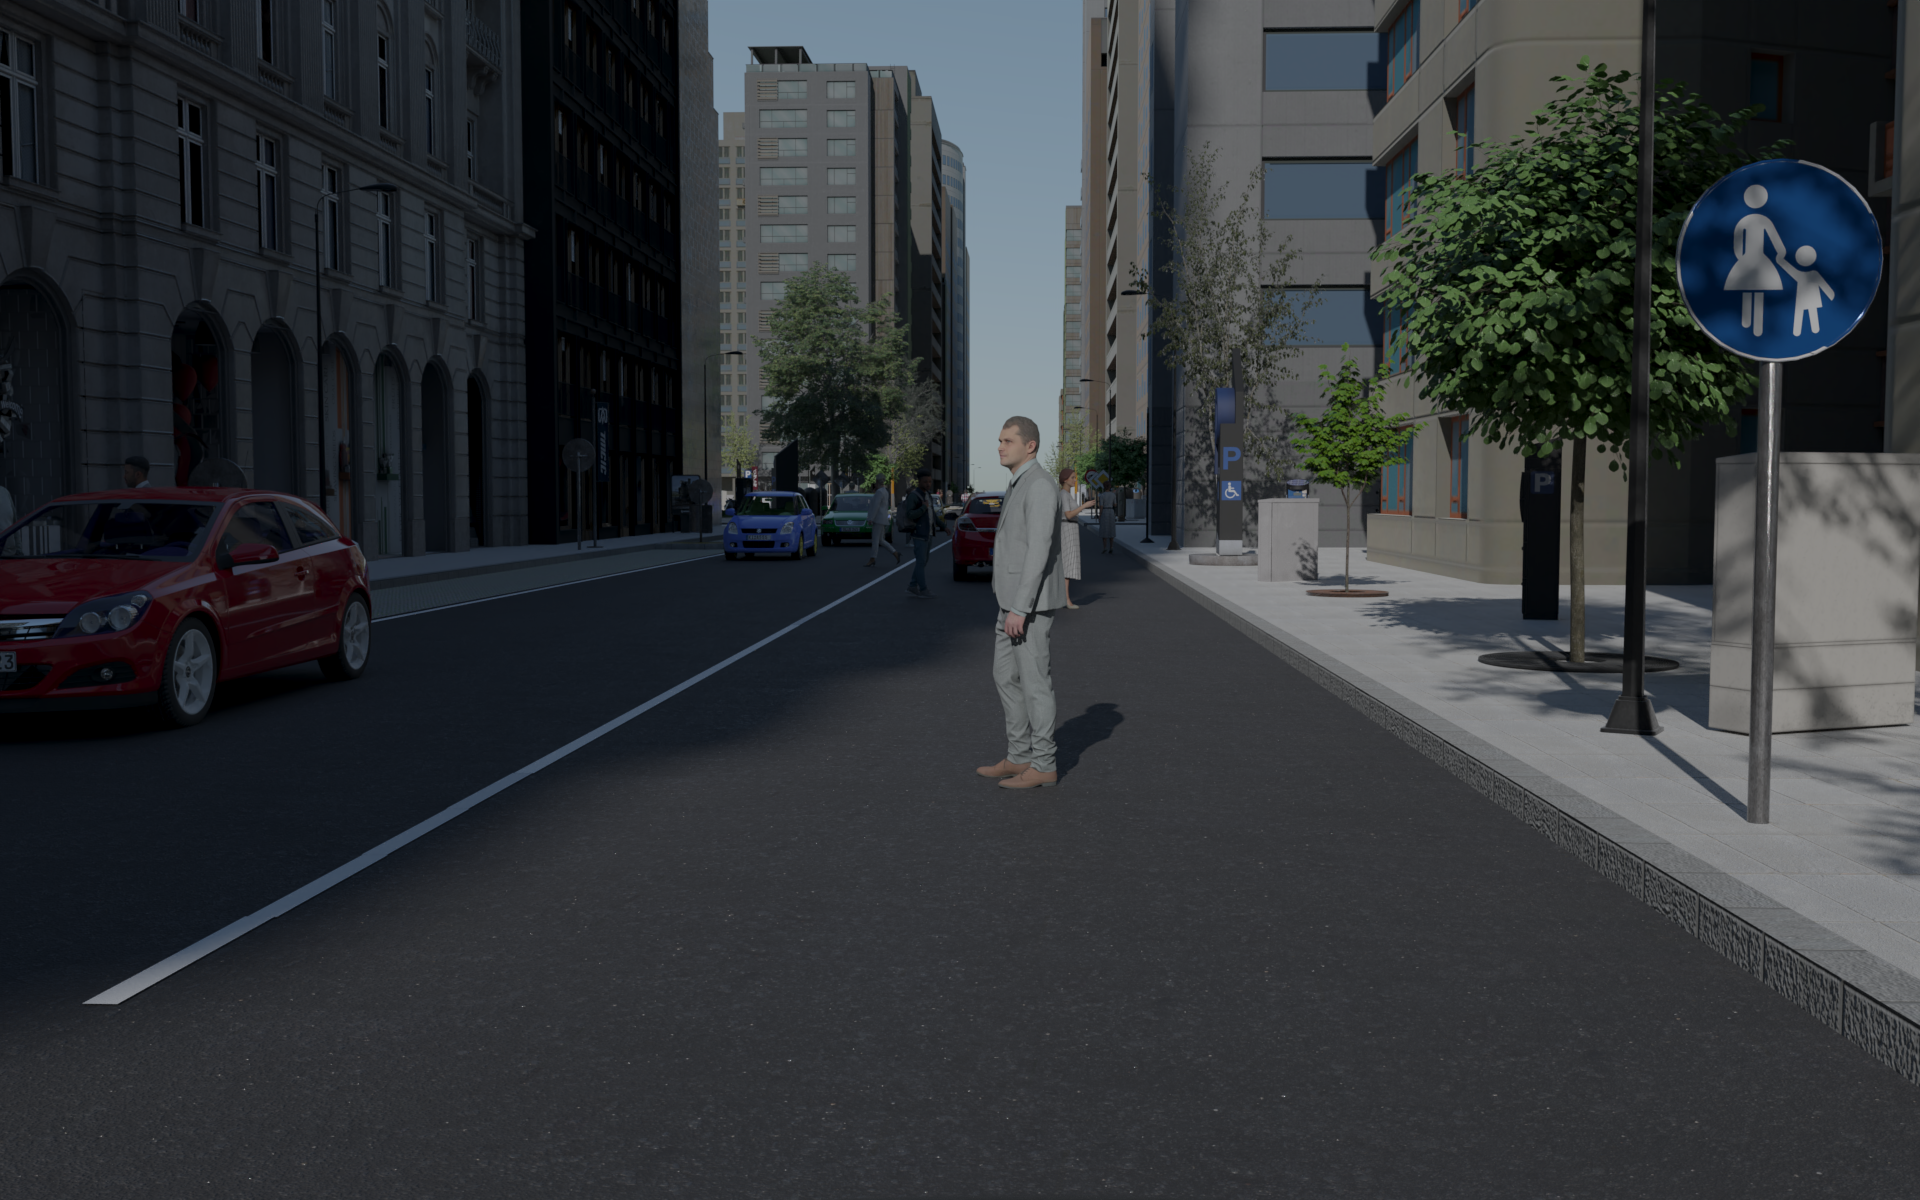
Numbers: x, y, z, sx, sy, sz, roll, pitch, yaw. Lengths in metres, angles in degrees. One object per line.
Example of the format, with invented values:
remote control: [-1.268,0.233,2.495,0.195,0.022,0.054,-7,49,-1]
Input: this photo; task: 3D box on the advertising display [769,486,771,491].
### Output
advertising display: [-15.085,-8.222,139.636,0.123,1.923,0.974,2,4,31]

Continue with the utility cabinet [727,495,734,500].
utility cabinet: [-17.032,-7.053,126.476,1.020,1.237,0.306,-1,4,-10]

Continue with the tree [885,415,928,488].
tree: [-4.611,-12.318,151.753,4.737,8.622,4.395,0,3,0]

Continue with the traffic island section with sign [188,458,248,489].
traffic island section with sign: [-8.012,-0.582,18.149,1.989,1.847,2.006,0,4,2]

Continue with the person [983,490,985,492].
person: [2.449,-10.447,179.322,0.705,1.822,1.348,2,4,29]

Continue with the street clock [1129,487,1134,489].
street clock: [12.508,-7.469,126.688,0.471,2.002,0.358,0,4,-2]

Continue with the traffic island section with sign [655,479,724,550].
traffic island section with sign: [-6.821,-2.245,45.329,1.989,1.847,2.006,0,4,2]

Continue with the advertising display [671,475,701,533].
advertising display: [-9.043,-3.177,57.151,0.974,1.923,0.123,0,4,-4]

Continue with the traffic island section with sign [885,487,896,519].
traffic island section with sign: [-4.369,-5.672,101.369,1.989,1.847,2.006,0,4,2]

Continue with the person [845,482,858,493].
person: [-3.683,-3.127,59.498,0.514,1.842,0.818,-2,4,-23]

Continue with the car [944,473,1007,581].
car: [0.783,-1.285,30.056,2.155,1.783,4.494,0,4,1]

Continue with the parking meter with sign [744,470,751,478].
parking meter with sign: [-16.117,-8.083,128.410,0.543,3.016,1.738,-2,4,-35]

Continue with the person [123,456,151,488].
person: [-7.677,-0.465,16.369,0.850,1.792,0.678,-2,4,-27]

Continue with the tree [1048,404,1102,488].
tree: [9.837,-11.671,141.177,4.737,8.622,4.395,0,3,0]

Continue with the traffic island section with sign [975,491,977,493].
traffic island section with sign: [3.794,-17.100,288.206,1.989,1.847,2.006,0,4,2]

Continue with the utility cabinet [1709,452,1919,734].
utility cabinet: [4.649,-0.046,9.425,1.173,1.500,0.318,-1,4,-21]

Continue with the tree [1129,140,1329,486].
tree: [5.497,-5.248,36.170,4.360,8.622,3.978,0,3,0]

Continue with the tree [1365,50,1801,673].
tree: [4.753,-1.789,12.967,4.285,4.588,4.351,0,3,0]

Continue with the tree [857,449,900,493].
tree: [-5.854,-8.191,117.633,4.285,4.588,4.351,0,3,0]

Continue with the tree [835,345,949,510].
tree: [-5.479,-13.976,138.880,12.009,13.543,11.850,0,3,0]

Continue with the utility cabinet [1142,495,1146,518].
utility cabinet: [10.372,-5.064,93.963,1.020,1.237,0.306,0,4,-6]

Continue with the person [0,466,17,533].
person: [-7.631,-0.274,13.459,0.515,1.767,0.782,1,4,12]

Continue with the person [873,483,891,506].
person: [-2.556,-2.885,55.851,0.592,1.802,0.473,3,5,44]

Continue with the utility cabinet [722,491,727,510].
utility cabinet: [-15.346,-6.332,112.202,0.318,1.500,1.173,-1,4,-19]

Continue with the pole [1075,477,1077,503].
pole: [7.950,-7.642,118.788,0.158,3.312,0.155,0,3,0]

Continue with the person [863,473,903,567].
person: [-1.524,-1.583,34.265,0.818,1.842,0.514,-1,4,-10]

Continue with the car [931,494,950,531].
car: [-1.387,-3.527,67.885,2.015,1.641,3.980,0,4,1]

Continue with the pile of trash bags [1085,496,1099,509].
pile of trash bags: [10.601,-8.498,148.694,1.912,1.369,3.447,-1,4,-21]

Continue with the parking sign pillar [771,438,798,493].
parking sign pillar: [-8.414,-5.793,83.195,1.447,3.967,1.447,-3,5,-40]

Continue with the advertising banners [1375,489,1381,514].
advertising banners: [28.092,-7.276,115.143,0.090,3.025,2.074,2,4,31]

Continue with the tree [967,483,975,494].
tree: [1.740,-17.986,288.664,1.663,3.219,1.824,0,3,0]

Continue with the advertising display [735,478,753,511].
advertising display: [-8.589,-3.896,68.905,0.974,1.923,0.123,3,5,42]

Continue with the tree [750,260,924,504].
tree: [-6.765,-11.464,94.097,9.857,13.997,8.962,0,3,0]

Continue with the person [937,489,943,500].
person: [-1.703,-8.475,147.042,0.580,1.828,0.573,1,4,16]

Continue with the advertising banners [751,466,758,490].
advertising banners: [-12.320,-6.892,108.867,0.090,3.025,2.074,3,5,43]

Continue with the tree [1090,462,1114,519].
tree: [7.421,-5.803,89.473,1.663,3.219,1.824,0,3,0]

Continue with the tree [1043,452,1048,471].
tree: [13.500,-17.569,237.614,4.737,8.622,4.395,0,3,0]

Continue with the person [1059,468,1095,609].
person: [1.441,-0.773,21.710,0.524,1.755,0.480,0,4,6]

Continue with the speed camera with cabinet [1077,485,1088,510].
speed camera with cabinet: [9.537,-8.656,135.859,0.660,3.252,2.038,1,4,20]

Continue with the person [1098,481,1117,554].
person: [3.536,-2.002,41.796,0.480,1.755,0.524,-1,4,-22]

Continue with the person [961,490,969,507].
person: [0.360,-6.204,110.771,0.563,1.720,0.643,0,4,7]

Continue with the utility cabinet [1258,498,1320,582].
utility cabinet: [4.853,-0.884,25.623,1.020,1.237,0.306,-3,4,-37]

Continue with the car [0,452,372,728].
car: [-5.581,-0.180,11.978,2.155,1.783,4.494,0,4,1]

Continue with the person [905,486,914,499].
person: [-2.541,-4.949,89.264,0.661,1.843,0.795,-2,4,-31]

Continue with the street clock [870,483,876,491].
street clock: [-5.614,-6.650,113.296,0.471,2.002,0.358,3,5,45]

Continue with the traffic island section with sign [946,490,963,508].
traffic island section with sign: [-1.026,-10.355,177.924,1.989,1.847,2.006,0,4,2]

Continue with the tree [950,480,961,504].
tree: [-0.935,-14.463,231.064,1.663,3.219,1.824,0,3,0]

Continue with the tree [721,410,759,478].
tree: [-19.258,-12.250,150.646,4.737,8.622,4.395,0,3,0]

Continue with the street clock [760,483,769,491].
street clock: [-13.070,-6.734,114.663,0.358,2.002,0.471,0,4,7]

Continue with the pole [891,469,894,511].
pole: [-5.053,-8.304,129.612,0.158,3.312,0.155,0,3,0]

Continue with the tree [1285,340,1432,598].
tree: [4.867,-1.675,21.982,1.663,3.219,1.824,0,3,0]

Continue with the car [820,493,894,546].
car: [-2.898,-2.473,49.232,1.959,1.807,4.718,0,4,2]

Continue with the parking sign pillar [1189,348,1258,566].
parking sign pillar: [4.899,-2.629,31.453,1.447,3.967,1.447,0,4,6]

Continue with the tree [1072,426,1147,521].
tree: [7.968,-6.133,83.983,4.285,4.588,4.351,0,3,0]

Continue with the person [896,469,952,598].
person: [-0.521,-0.921,23.910,0.721,1.781,0.623,1,4,15]

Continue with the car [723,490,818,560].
car: [-4.216,-1.785,38.772,1.945,1.707,3.694,0,4,3]

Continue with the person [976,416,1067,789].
person: [0.330,0.005,8.511,0.391,1.810,0.635,-1,4,-11]

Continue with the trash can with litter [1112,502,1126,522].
trash can with litter: [7.146,-4.205,80.135,1.055,1.170,0.624,-2,4,-29]

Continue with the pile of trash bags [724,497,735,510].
pile of trash bags: [-11.494,-5.266,95.846,3.447,1.369,1.912,0,4,4]

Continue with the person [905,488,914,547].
person: [-1.378,-2.244,46.997,0.330,1.601,0.589,0,4,7]
